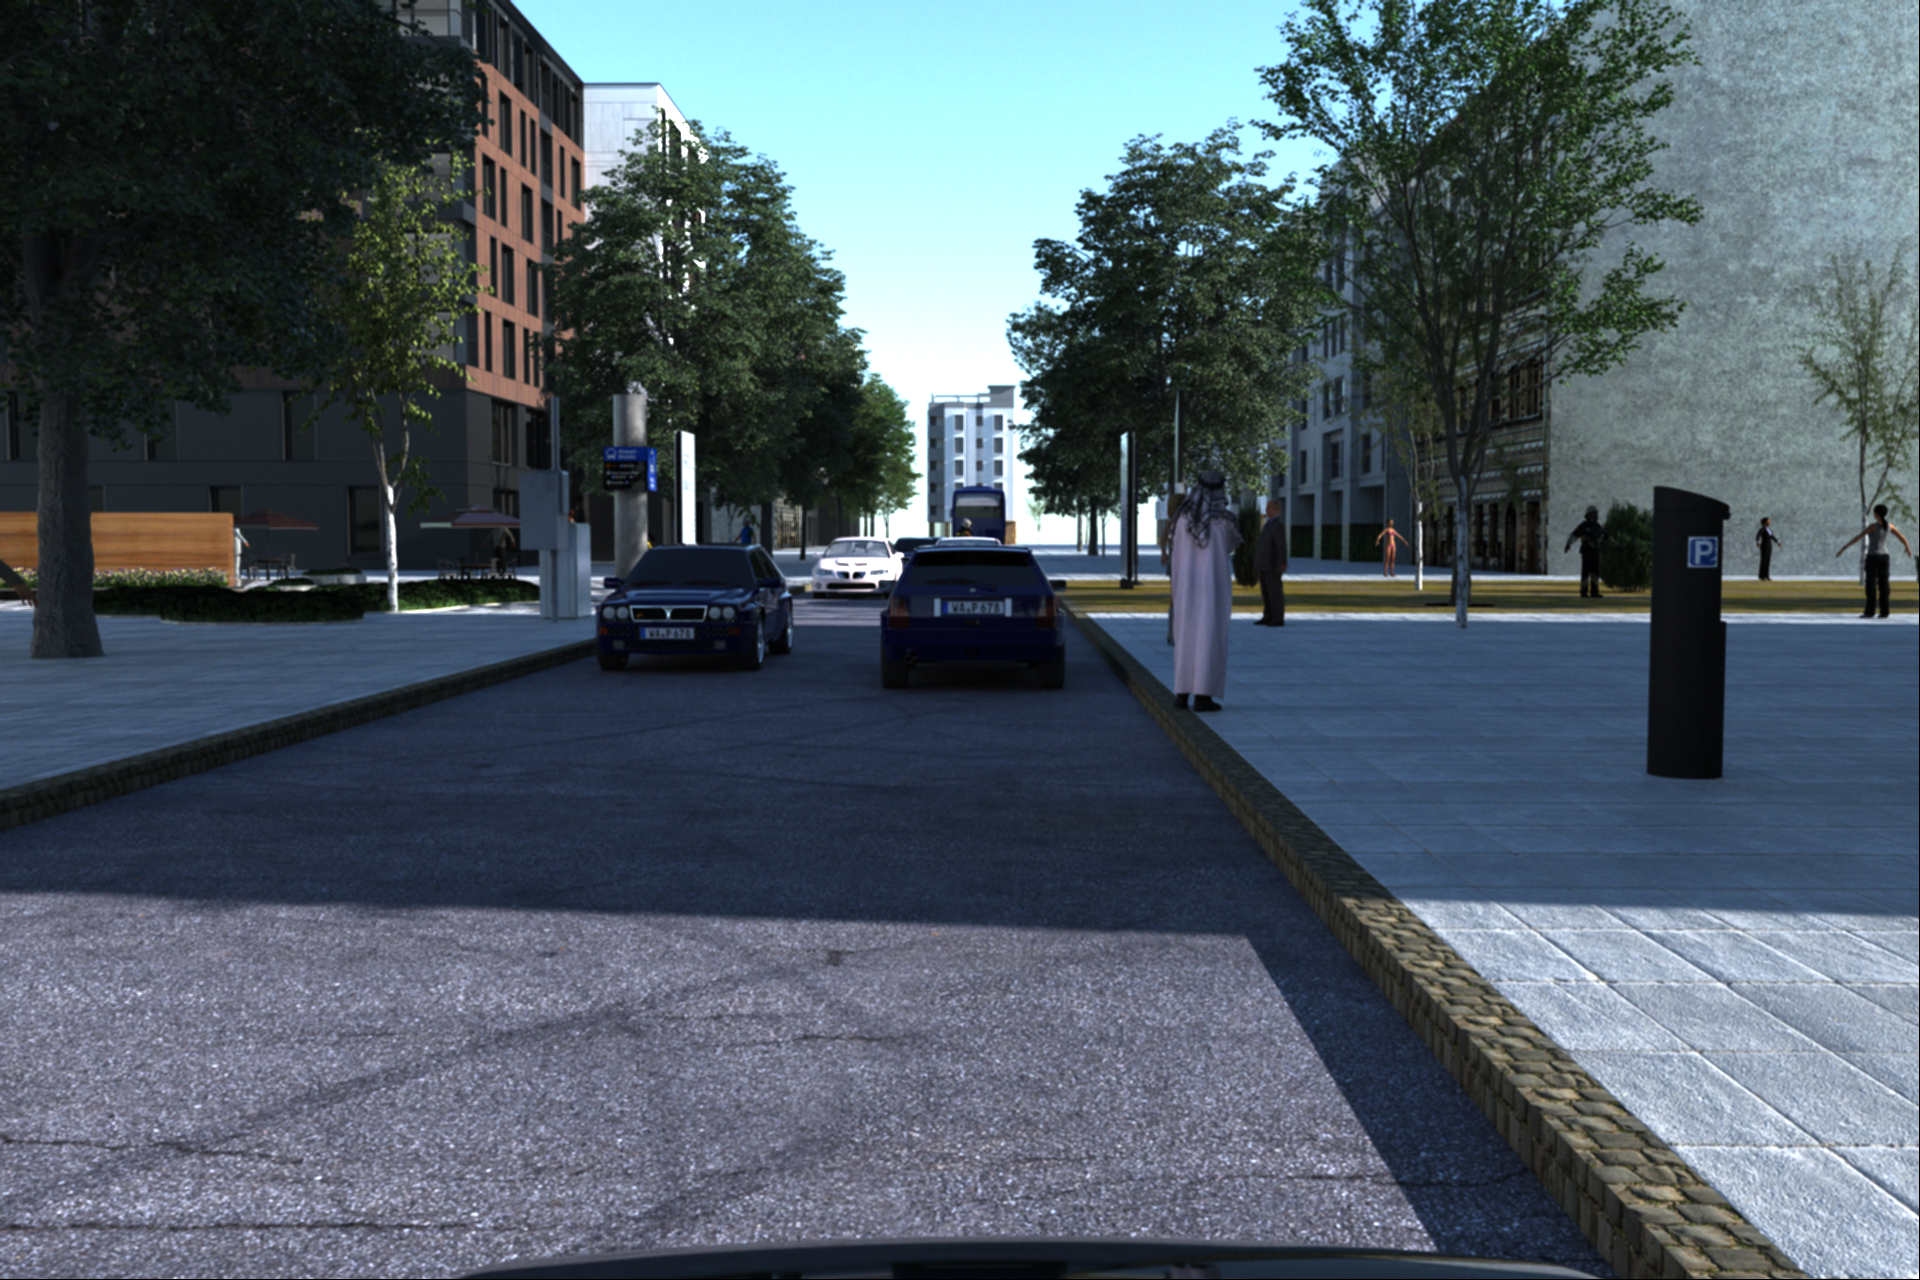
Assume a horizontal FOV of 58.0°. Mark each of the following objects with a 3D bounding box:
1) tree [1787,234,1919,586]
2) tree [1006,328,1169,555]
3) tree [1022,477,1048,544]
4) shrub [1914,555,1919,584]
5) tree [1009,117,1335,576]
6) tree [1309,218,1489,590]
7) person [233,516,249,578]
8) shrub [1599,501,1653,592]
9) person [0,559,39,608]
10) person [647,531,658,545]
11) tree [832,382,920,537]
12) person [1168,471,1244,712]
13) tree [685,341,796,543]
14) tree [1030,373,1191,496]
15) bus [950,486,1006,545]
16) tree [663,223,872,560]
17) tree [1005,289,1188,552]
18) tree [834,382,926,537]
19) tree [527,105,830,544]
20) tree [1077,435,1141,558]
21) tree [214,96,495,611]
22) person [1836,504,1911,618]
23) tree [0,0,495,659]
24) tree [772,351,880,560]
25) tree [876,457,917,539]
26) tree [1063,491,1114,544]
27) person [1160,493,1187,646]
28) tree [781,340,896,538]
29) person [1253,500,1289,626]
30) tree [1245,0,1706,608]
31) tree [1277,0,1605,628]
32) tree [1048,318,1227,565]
[{"bbox_3d":[22.361,-5.671,43.077,4.360,8.622,3.978,0,3,0],"label":"tree"},{"bbox_3d":[7.924,-12.079,104.149,9.857,13.997,8.962,0,3,0],"label":"tree"},{"bbox_3d":[10.320,-16.470,219.651,4.360,8.622,3.978,0,3,0],"label":"tree"},{"bbox_3d":[22.266,-1.731,39.416,1.383,1.207,1.383,0,3,0],"label":"shrub"},{"bbox_3d":[6.602,-8.965,53.228,9.857,13.997,8.962,0,3,0],"label":"tree"},{"bbox_3d":[10.782,-5.464,39.706,4.360,8.622,3.978,0,3,0],"label":"tree"},{"bbox_3d":[-21.244,-2.731,50.841,0.705,1.806,1.347,-3,5,-44],"label":"person"},{"bbox_3d":[14.810,-2.068,38.230,1.690,2.028,1.600,0,3,0],"label":"shrub"},{"bbox_3d":[-5.218,-0.126,8.825,1.215,1.744,0.721,1,4,18],"label":"person"},{"bbox_3d":[-11.233,-3.342,60.572,1.347,1.837,0.705,-1,4,-21],"label":"person"},{"bbox_3d":[-6.304,-11.752,117.907,9.928,11.665,9.643,0,3,0],"label":"tree"},{"bbox_3d":[1.787,-0.362,12.626,0.551,1.740,0.621,0,4,8],"label":"person"},{"bbox_3d":[-8.260,-6.934,63.727,4.737,8.622,4.395,0,3,0],"label":"tree"},{"bbox_3d":[7.891,-9.095,83.110,8.767,10.594,7.601,-3,4,-39],"label":"tree"},{"bbox_3d":[0.894,-5.895,87.924,2.896,3.916,12.251,0,3,0],"label":"bus"},{"bbox_3d":[-8.221,-10.158,72.736,9.857,13.997,8.962,0,3,0],"label":"tree"},{"bbox_3d":[9.855,-16.410,124.197,12.611,20.169,13.585,0,3,0],"label":"tree"},{"bbox_3d":[-6.297,-12.934,129.591,7.486,12.596,7.792,0,3,0],"label":"tree"},{"bbox_3d":[-8.595,-8.982,53.513,9.857,13.997,8.962,0,3,0],"label":"tree"},{"bbox_3d":[7.674,-8.702,92.637,4.360,8.622,3.978,0,3,0],"label":"tree"},{"bbox_3d":[-9.285,-4.721,27.557,4.737,8.622,4.395,0,3,0],"label":"tree"},{"bbox_3d":[14.005,-1.205,26.518,1.217,1.737,0.721,0,4,-7],"label":"person"},{"bbox_3d":[-9.470,-6.796,17.763,9.857,13.997,8.962,0,3,0],"label":"tree"},{"bbox_3d":[-7.496,-9.259,85.805,7.601,10.594,8.767,-1,4,-17],"label":"tree"},{"bbox_3d":[-9.551,-18.209,223.465,9.928,11.665,9.643,0,3,0],"label":"tree"},{"bbox_3d":[16.741,-17.758,224.748,7.601,10.594,8.767,0,4,-4],"label":"tree"},{"bbox_3d":[2.594,-0.812,19.887,0.721,1.753,1.214,2,4,33],"label":"person"},{"bbox_3d":[-7.305,-11.207,101.362,7.486,12.596,7.792,0,3,0],"label":"tree"},{"bbox_3d":[4.331,-1.078,24.225,0.434,1.755,0.990,-1,4,-11],"label":"person"},{"bbox_3d":[8.796,-6.390,30.228,9.928,11.665,9.643,0,3,0],"label":"tree"},{"bbox_3d":[7.039,-4.473,23.491,4.360,8.622,3.978,0,3,0],"label":"tree"},{"bbox_3d":[7.441,-8.415,71.994,8.767,10.594,7.601,2,4,23],"label":"tree"}]
